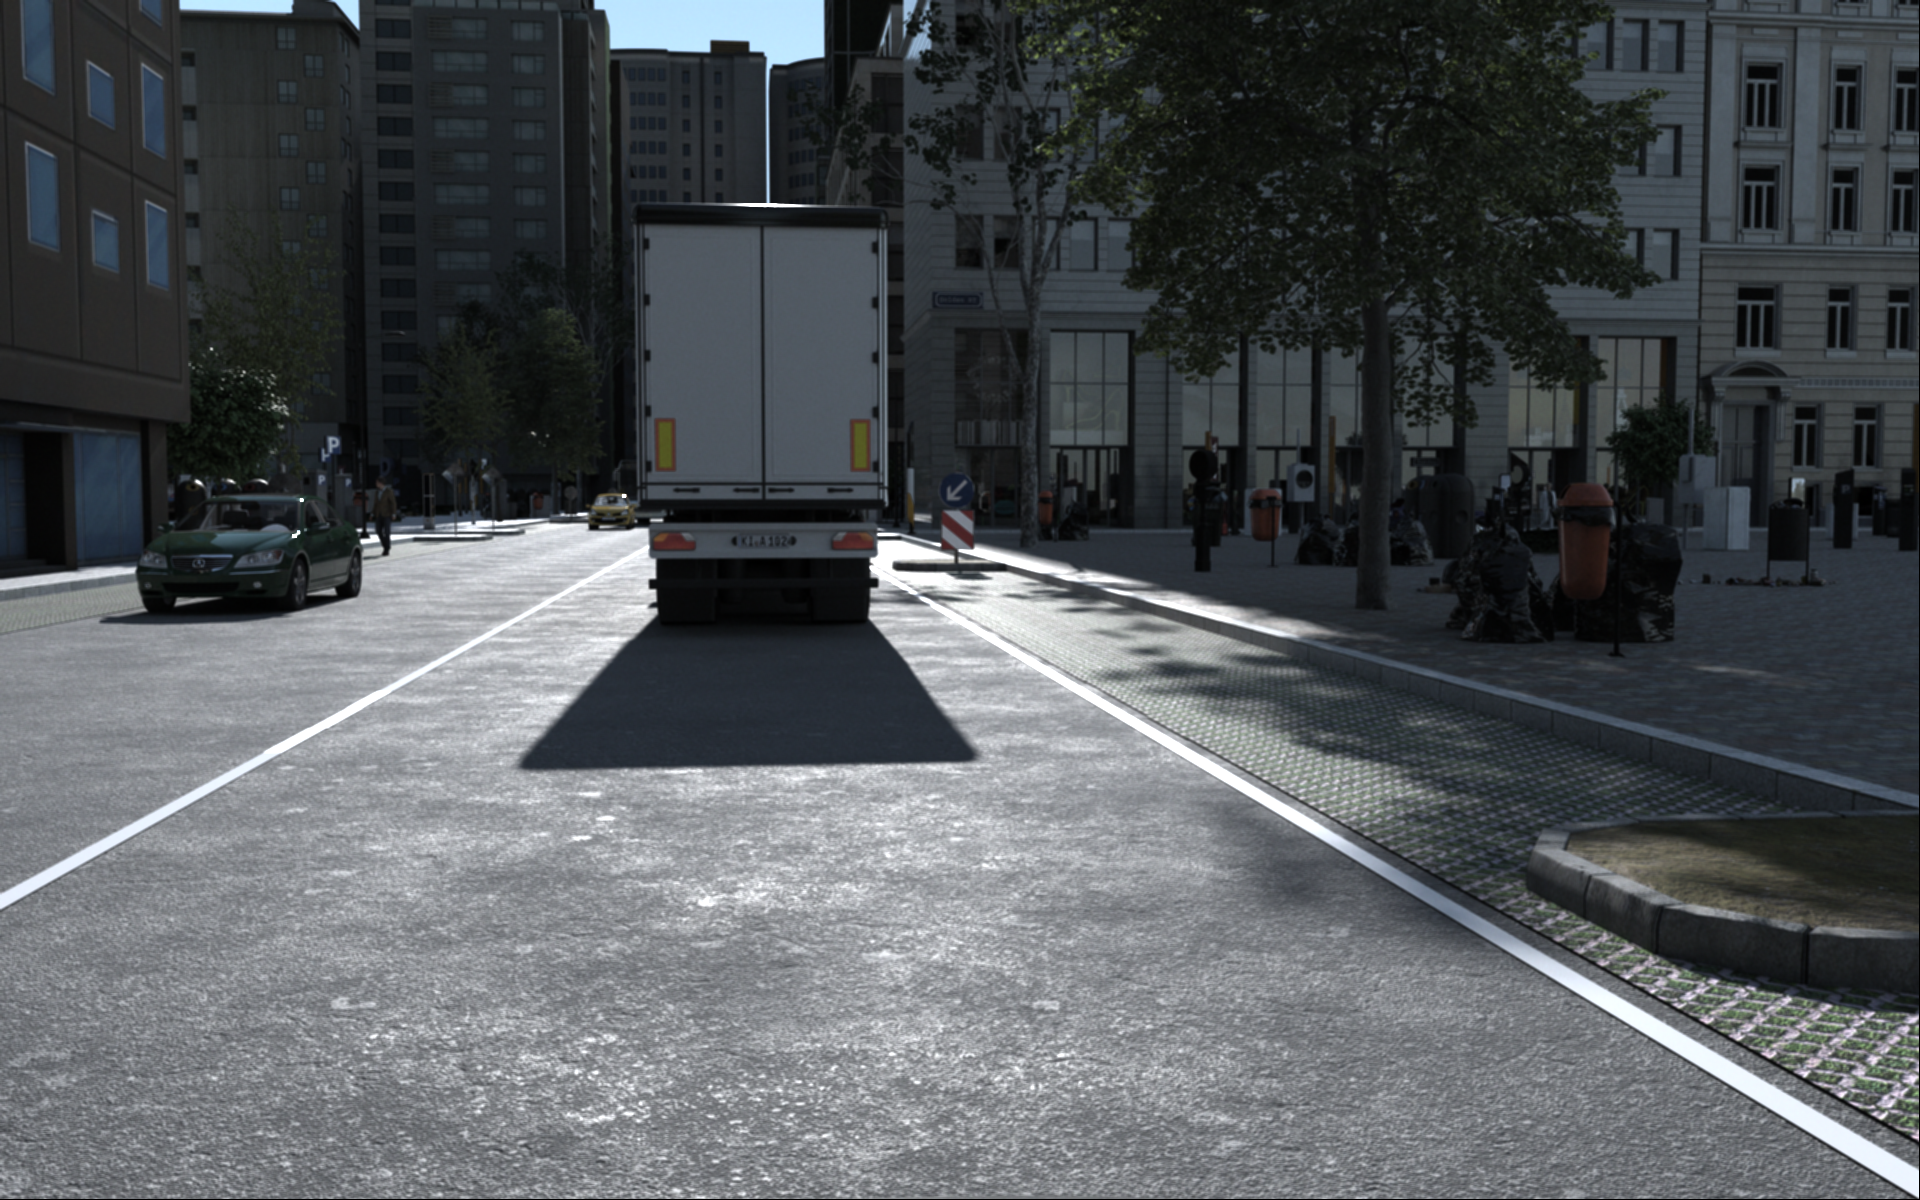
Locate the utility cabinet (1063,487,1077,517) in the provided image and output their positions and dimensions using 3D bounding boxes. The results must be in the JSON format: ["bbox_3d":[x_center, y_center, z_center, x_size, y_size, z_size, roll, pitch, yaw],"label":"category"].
[{"bbox_3d":[3.349,-2.704,52.896,0.318,1.500,1.173,1,4,9],"label":"utility cabinet"}]

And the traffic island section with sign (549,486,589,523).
[{"bbox_3d":[-19.203,-4.710,85.644,1.989,1.847,2.006,0,4,-7],"label":"traffic island section with sign"}]

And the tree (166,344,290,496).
[{"bbox_3d":[-16.294,-3.313,37.888,4.285,4.588,4.351,0,3,0],"label":"tree"}]

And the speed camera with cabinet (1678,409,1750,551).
[{"bbox_3d":[17.298,-2.776,39.728,0.660,3.252,2.038,-1,4,-8],"label":"speed camera with cabinet"}]

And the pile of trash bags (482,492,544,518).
[{"bbox_3d":[-23.687,-5.060,92.483,1.912,1.369,3.447,3,4,38],"label":"pile of trash bags"}]

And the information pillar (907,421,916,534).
[{"bbox_3d":[-1.576,-3.918,55.418,0.183,3.616,0.504,1,4,14],"label":"information pillar"}]

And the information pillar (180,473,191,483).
[{"bbox_3d":[-33.107,-5.065,74.160,0.504,3.616,0.183,-1,4,-21],"label":"information pillar"}]

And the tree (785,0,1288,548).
[{"bbox_3d":[2.175,-11.414,42.503,12.611,20.169,13.585,0,3,0],"label":"tree"}]

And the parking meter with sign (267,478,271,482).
[{"bbox_3d":[-32.985,-5.342,83.605,0.543,3.016,1.738,3,5,41],"label":"parking meter with sign"}]

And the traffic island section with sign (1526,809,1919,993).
[{"bbox_3d":[3.078,0.168,5.881,1.989,1.847,2.006,0,4,-7],"label":"traffic island section with sign"}]

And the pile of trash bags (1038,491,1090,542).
[{"bbox_3d":[2.589,-2.333,47.900,1.912,1.369,3.447,1,4,10],"label":"pile of trash bags"}]

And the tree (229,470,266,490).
[{"bbox_3d":[-33.348,-5.311,81.435,1.663,3.219,1.824,0,3,0],"label":"tree"}]

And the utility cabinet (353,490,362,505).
[{"bbox_3d":[-29.831,-4.739,86.164,0.318,1.500,1.173,0,4,4],"label":"utility cabinet"}]

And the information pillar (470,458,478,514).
[{"bbox_3d":[-31.329,-7.351,111.550,0.183,3.616,0.504,3,5,40],"label":"information pillar"}]

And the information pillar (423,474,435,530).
[{"bbox_3d":[-19.107,-3.536,62.310,0.304,2.012,0.304,0,4,7],"label":"information pillar"}]

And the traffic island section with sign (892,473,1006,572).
[{"bbox_3d":[-0.256,-1.477,32.772,1.989,1.847,2.006,0,4,-7],"label":"traffic island section with sign"}]

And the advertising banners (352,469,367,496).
[{"bbox_3d":[-44.691,-8.034,127.544,2.074,3.025,0.090,0,4,1],"label":"advertising banners"}]

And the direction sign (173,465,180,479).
[{"bbox_3d":[-41.465,-6.099,91.723,0.379,3.537,0.876,2,4,33],"label":"direction sign"}]

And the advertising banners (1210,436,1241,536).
[{"bbox_3d":[8.161,-3.496,53.346,0.090,3.025,2.074,2,4,35],"label":"advertising banners"}]

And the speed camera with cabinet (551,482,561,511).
[{"bbox_3d":[-31.515,-8.433,132.212,2.038,3.252,0.660,0,4,-5],"label":"speed camera with cabinet"}]

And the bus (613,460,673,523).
[{"bbox_3d":[-14.725,-5.451,83.976,2.948,3.499,13.247,0,4,-6],"label":"bus"}]

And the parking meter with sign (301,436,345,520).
[{"bbox_3d":[-19.531,-3.435,52.425,1.738,3.016,0.543,2,4,30],"label":"parking meter with sign"}]

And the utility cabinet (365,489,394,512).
[{"bbox_3d":[-27.149,-4.436,81.201,1.173,1.500,0.318,1,4,14],"label":"utility cabinet"}]

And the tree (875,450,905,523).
[{"bbox_3d":[-3.091,-4.974,75.929,1.663,3.219,1.824,0,3,0],"label":"tree"}]

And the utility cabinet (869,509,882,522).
[{"bbox_3d":[-3.913,-4.226,80.258,0.306,1.237,1.020,-2,4,-26],"label":"utility cabinet"}]

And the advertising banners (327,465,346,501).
[{"bbox_3d":[-38.239,-6.664,105.138,2.074,3.025,0.090,0,4,7],"label":"advertising banners"}]

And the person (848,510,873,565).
[{"bbox_3d":[-2.105,-1.603,34.810,0.635,1.810,0.391,2,4,28],"label":"person"}]

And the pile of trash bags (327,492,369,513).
[{"bbox_3d":[-25.344,-3.640,69.265,3.447,1.369,1.912,0,4,2],"label":"pile of trash bags"}]

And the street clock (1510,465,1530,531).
[{"bbox_3d":[14.003,-2.373,43.366,0.358,2.002,0.471,-2,4,-25],"label":"street clock"}]

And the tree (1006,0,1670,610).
[{"bbox_3d":[4.245,-6.168,18.969,7.486,12.596,7.792,0,3,0],"label":"tree"}]

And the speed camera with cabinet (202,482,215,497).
[{"bbox_3d":[-35.794,-5.354,81.872,2.038,3.252,0.660,2,4,33],"label":"speed camera with cabinet"}]

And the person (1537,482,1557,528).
[{"bbox_3d":[20.488,-3.184,60.431,0.514,1.842,0.818,-2,4,-25],"label":"person"}]

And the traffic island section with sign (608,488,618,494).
[{"bbox_3d":[-22.537,-6.361,112.636,1.989,1.847,2.006,0,4,-7],"label":"traffic island section with sign"}]

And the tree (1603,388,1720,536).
[{"bbox_3d":[21.785,-4.289,53.831,4.285,4.588,4.351,0,3,0],"label":"tree"}]

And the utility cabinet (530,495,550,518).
[{"bbox_3d":[-22.943,-5.106,94.648,1.020,1.237,0.306,-2,4,-26],"label":"utility cabinet"}]

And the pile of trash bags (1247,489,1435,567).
[{"bbox_3d":[6.716,-1.311,31.195,3.447,1.369,1.912,-1,4,-22],"label":"pile of trash bags"}]

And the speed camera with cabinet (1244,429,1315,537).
[{"bbox_3d":[9.627,-3.536,52.154,2.038,3.252,0.660,-1,4,-14],"label":"speed camera with cabinet"}]

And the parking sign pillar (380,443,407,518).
[{"bbox_3d":[-30.053,-6.291,91.329,1.447,3.967,1.447,3,5,42],"label":"parking sign pillar"}]

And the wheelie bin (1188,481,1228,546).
[{"bbox_3d":[6.109,-2.118,42.537,0.980,1.594,0.693,-1,4,-11],"label":"wheelie bin"}]

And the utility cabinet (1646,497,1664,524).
[{"bbox_3d":[13.169,-1.326,32.835,0.306,1.237,1.020,1,4,20],"label":"utility cabinet"}]

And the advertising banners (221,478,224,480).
[{"bbox_3d":[-55.358,-8.312,132.094,2.074,3.025,0.090,0,4,-8],"label":"advertising banners"}]

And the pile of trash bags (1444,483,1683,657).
[{"bbox_3d":[5.293,-0.328,15.114,1.912,1.369,3.447,1,4,13],"label":"pile of trash bags"}]

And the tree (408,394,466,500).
[{"bbox_3d":[-38.579,-10.813,127.155,4.360,8.622,3.978,0,3,0],"label":"tree"}]

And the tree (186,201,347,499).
[{"bbox_3d":[-17.123,-5.675,43.144,4.737,8.622,4.395,0,3,0],"label":"tree"}]

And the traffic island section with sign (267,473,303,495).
[{"bbox_3d":[-12.583,-1.434,32.079,1.989,1.847,2.006,0,4,-7],"label":"traffic island section with sign"}]

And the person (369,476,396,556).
[{"bbox_3d":[-13.433,-1.952,40.323,0.656,1.842,0.836,-1,4,-8],"label":"person"}]

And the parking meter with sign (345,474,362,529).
[{"bbox_3d":[-23.173,-4.199,64.922,1.738,3.016,0.543,2,4,27],"label":"parking meter with sign"}]

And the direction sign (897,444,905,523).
[{"bbox_3d":[-2.623,-5.256,77.931,0.379,3.537,0.876,2,4,28],"label":"direction sign"}]

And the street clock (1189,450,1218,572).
[{"bbox_3d":[4.020,-1.471,28.622,0.358,2.002,0.471,-2,4,-34],"label":"street clock"}]

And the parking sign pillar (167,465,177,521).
[{"bbox_3d":[-37.849,-5.746,82.426,1.447,3.967,1.447,-3,4,-39],"label":"parking sign pillar"}]

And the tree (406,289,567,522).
[{"bbox_3d":[-21.524,-8.868,79.411,7.601,10.594,8.767,0,4,-2],"label":"tree"}]

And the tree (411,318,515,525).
[{"bbox_3d":[-20.359,-7.429,71.831,4.737,8.622,4.395,0,3,0],"label":"tree"}]

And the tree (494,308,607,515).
[{"bbox_3d":[-25.226,-11.491,105.999,7.486,12.596,7.792,0,3,0],"label":"tree"}]

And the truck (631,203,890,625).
[{"bbox_3d":[-2.551,-2.047,22.390,2.839,4.237,11.283,0,4,-7],"label":"truck"}]

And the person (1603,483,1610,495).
[{"bbox_3d":[22.102,-3.122,59.726,0.592,1.802,0.473,1,4,21],"label":"person"}]

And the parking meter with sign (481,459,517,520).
[{"bbox_3d":[-22.868,-5.489,86.007,0.543,3.016,1.738,3,5,40],"label":"parking meter with sign"}]

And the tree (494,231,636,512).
[{"bbox_3d":[-25.560,-16.320,122.719,12.611,20.169,13.585,0,3,0],"label":"tree"}]
